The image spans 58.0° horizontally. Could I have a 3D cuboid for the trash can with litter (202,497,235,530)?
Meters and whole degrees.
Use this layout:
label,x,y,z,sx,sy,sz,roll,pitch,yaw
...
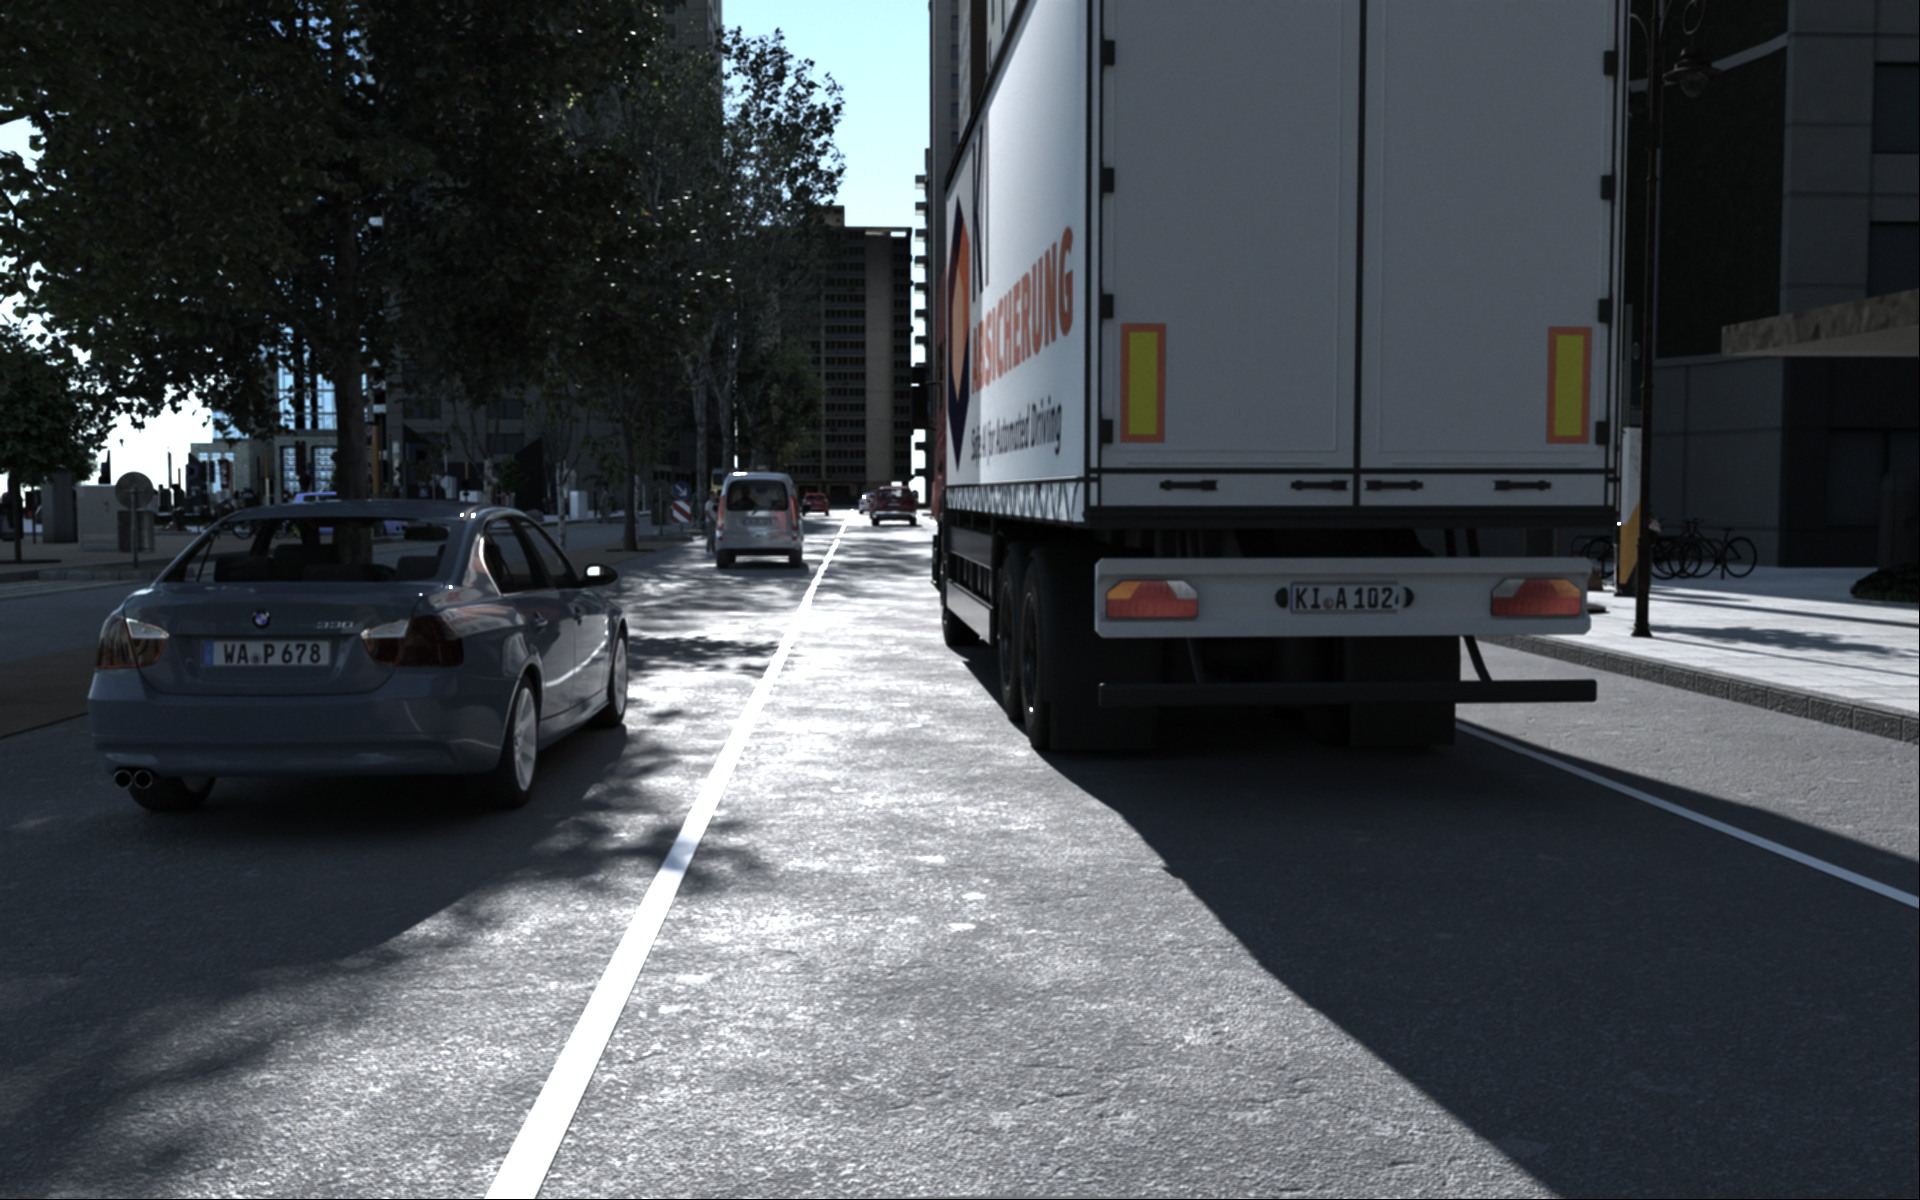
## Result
label,x,y,z,sx,sy,sz,roll,pitch,yaw
trash can with litter,-25.474,-2.941,59.478,1.055,1.170,0.624,0,4,1

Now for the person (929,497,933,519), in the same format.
label,x,y,z,sx,sy,sz,roll,pitch,yaw
person,-1.438,-5.456,98.459,0.760,1.731,0.466,-1,4,-19

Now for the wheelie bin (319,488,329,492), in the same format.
label,x,y,z,sx,sy,sz,roll,pitch,yaw
wheelie bin,-32.733,-4.961,89.023,0.693,1.594,0.980,-3,4,-37

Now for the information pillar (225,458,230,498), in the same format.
label,x,y,z,sx,sy,sz,roll,pitch,yaw
information pillar,-47.593,-7.427,112.794,0.504,3.616,0.183,1,4,14

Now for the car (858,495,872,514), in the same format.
label,x,y,z,sx,sy,sz,roll,pitch,yaw
car,-6.379,-6.932,125.699,2.083,1.381,4.827,0,4,-2

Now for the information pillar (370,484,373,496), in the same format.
label,x,y,z,sx,sy,sz,roll,pitch,yaw
information pillar,-43.004,-7.481,126.803,0.304,2.012,0.304,0,4,-6

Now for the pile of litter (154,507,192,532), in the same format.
label,x,y,z,sx,sy,sz,roll,pitch,yaw
pile of litter,-27.079,-2.785,59.492,1.176,0.858,1.719,-2,4,-32

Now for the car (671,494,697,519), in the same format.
label,x,y,z,sx,sy,sz,roll,pitch,yaw
car,-15.671,-5.472,99.250,2.009,1.686,4.222,0,4,-2

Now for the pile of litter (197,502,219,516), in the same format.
label,x,y,z,sx,sy,sz,roll,pitch,yaw
pile of litter,-31.688,-3.611,73.004,1.719,0.858,1.176,2,4,33

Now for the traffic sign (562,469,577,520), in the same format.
label,x,y,z,sx,sy,sz,roll,pitch,yaw
traffic sign,-19.543,-5.290,86.605,0.768,2.556,0.104,0,4,3

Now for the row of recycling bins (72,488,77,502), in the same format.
label,x,y,z,sx,sy,sz,roll,pitch,yaw
row of recycling bins,-54.085,-6.161,107.840,3.534,1.692,1.069,0,4,1

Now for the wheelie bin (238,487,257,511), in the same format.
label,x,y,z,sx,sy,sz,roll,pitch,yaw
wheelie bin,-32.712,-4.381,79.531,0.980,1.594,0.693,3,5,39

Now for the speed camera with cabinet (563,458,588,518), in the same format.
label,x,y,z,sx,sy,sz,roll,pitch,yaw
speed camera with cabinet,-20.646,-6.015,92.686,0.660,3.252,2.038,-3,4,-39

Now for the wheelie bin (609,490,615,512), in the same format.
label,x,y,z,sx,sy,sz,roll,pitch,yaw
wheelie bin,-25.058,-7.077,123.612,0.980,1.594,0.693,0,4,7

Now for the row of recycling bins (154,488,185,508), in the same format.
label,x,y,z,sx,sy,sz,roll,pitch,yaw
row of recycling bins,-55.762,-7.069,122.693,3.534,1.692,1.069,-3,5,-40

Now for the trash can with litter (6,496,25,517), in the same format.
label,x,y,z,sx,sy,sz,roll,pitch,yaw
trash can with litter,-52.095,-5.164,95.497,1.678,1.210,2.233,0,4,-7

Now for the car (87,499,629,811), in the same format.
label,x,y,z,sx,sy,sz,roll,pitch,yaw
car,-2.895,0.174,9.157,2.014,1.417,4.499,0,4,-2

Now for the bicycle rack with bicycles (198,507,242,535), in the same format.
label,x,y,z,sx,sy,sz,roll,pitch,yaw
bicycle rack with bicycles,-20.069,-2.245,50.085,2.925,0.926,2.852,0,4,8

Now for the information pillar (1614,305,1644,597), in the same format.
label,x,y,z,sx,sy,sz,roll,pitch,yaw
information pillar,8.429,-1.855,21.685,0.183,3.616,0.504,3,5,45

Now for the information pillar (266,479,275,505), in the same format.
label,x,y,z,sx,sy,sz,roll,pitch,yaw
information pillar,-32.920,-4.784,82.718,0.304,2.012,0.304,-3,5,-44

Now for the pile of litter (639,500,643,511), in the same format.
label,x,y,z,sx,sy,sz,roll,pitch,yaw
pile of litter,-24.371,-7.111,130.226,1.176,0.858,1.719,-1,4,-13

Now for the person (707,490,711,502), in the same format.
label,x,y,z,sx,sy,sz,roll,pitch,yaw
person,-20.529,-8.114,141.722,0.434,1.755,0.990,0,4,-4

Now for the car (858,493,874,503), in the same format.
label,x,y,z,sx,sy,sz,roll,pitch,yaw
car,-7.721,-8.435,147.503,1.945,1.707,3.694,0,4,-3

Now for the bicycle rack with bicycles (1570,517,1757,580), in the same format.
label,x,y,z,sx,sy,sz,roll,pitch,yaw
bicycle rack with bicycles,10.797,-0.820,26.792,2.925,0.926,2.852,0,4,6

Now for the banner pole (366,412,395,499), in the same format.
label,x,y,z,sx,sy,sz,roll,pitch,yaw
banner pole,-17.753,-3.824,52.534,0.863,3.779,0.401,-3,5,-42

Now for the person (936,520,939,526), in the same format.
label,x,y,z,sx,sy,sz,roll,pitch,yaw
person,-0.994,-3.926,76.940,0.306,1.304,0.590,0,4,8

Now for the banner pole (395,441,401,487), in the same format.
label,x,y,z,sx,sy,sz,roll,pitch,yaw
banner pole,-23.429,-4.996,71.703,0.863,3.779,0.401,3,4,36

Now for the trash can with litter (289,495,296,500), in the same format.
label,x,y,z,sx,sy,sz,roll,pitch,yaw
trash can with litter,-38.654,-5.415,99.593,2.233,1.210,1.678,0,4,-4

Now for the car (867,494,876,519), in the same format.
label,x,y,z,sx,sy,sz,roll,pitch,yaw
car,-4.423,-5.676,101.846,2.155,1.783,4.494,0,4,-3

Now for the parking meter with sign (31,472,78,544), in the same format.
label,x,y,z,sx,sy,sz,roll,pitch,yaw
parking meter with sign,-23.570,-2.995,45.236,0.543,3.016,1.738,1,4,16

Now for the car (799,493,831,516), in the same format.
label,x,y,z,sx,sy,sz,roll,pitch,yaw
car,-9.617,-6.486,115.085,2.155,1.783,4.494,0,4,-5

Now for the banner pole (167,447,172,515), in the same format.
label,x,y,z,sx,sy,sz,roll,pitch,yaw
banner pole,-41.669,-6.199,91.377,0.401,3.779,0.863,-1,4,-10

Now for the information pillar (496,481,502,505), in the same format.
label,x,y,z,sx,sy,sz,roll,pitch,yaw
information pillar,-24.725,-5.410,92.948,0.304,2.012,0.304,-1,4,-13

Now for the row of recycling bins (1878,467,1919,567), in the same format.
label,x,y,z,sx,sy,sz,roll,pitch,yaw
row of recycling bins,15.305,-1.221,27.083,1.069,1.692,3.534,3,5,43

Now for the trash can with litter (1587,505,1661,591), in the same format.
label,x,y,z,sx,sy,sz,roll,pitch,yaw
trash can with litter,8.697,-0.709,22.987,1.055,1.170,0.624,1,4,10

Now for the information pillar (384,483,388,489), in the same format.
label,x,y,z,sx,sy,sz,roll,pitch,yaw
information pillar,-38.095,-6.755,114.941,0.304,2.012,0.304,-1,4,-9

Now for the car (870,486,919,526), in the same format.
label,x,y,z,sx,sy,sz,roll,pitch,yaw
car,-3.024,-4.341,79.645,2.281,1.827,5.304,0,4,-2

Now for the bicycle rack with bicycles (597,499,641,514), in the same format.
label,x,y,z,sx,sy,sz,roll,pitch,yaw
bicycle rack with bicycles,-22.906,-6.169,114.242,2.852,0.926,2.925,2,4,33

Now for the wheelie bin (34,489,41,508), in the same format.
label,x,y,z,sx,sy,sz,roll,pitch,yaw
wheelie bin,-61.208,-6.553,115.056,0.693,1.594,0.980,2,4,27

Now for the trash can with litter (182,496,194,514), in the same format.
label,x,y,z,sx,sy,sz,roll,pitch,yaw
trash can with litter,-37.180,-4.481,84.315,2.233,1.210,1.678,-1,4,-17

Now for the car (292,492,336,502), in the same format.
label,x,y,z,sx,sy,sz,roll,pitch,yaw
car,-19.348,-2.753,54.607,3.694,1.707,1.945,0,4,-3

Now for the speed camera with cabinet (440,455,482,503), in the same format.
label,x,y,z,sx,sy,sz,roll,pitch,yaw
speed camera with cabinet,-25.373,-5.732,88.056,2.038,3.252,0.660,0,4,8

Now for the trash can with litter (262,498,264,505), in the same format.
label,x,y,z,sx,sy,sz,roll,pitch,yaw
trash can with litter,-51.877,-7.195,129.018,1.055,1.170,0.624,1,4,10

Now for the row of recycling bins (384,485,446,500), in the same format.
label,x,y,z,sx,sy,sz,roll,pitch,yaw
row of recycling bins,-24.007,-4.230,76.280,3.534,1.692,1.069,2,4,30

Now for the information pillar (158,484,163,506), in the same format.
label,x,y,z,sx,sy,sz,roll,pitch,yaw
information pillar,-58.146,-7.433,126.020,0.304,2.012,0.304,-3,5,-43

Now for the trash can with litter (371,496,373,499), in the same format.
label,x,y,z,sx,sy,sz,roll,pitch,yaw
trash can with litter,-40.608,-6.555,118.557,0.624,1.170,1.055,2,4,28
